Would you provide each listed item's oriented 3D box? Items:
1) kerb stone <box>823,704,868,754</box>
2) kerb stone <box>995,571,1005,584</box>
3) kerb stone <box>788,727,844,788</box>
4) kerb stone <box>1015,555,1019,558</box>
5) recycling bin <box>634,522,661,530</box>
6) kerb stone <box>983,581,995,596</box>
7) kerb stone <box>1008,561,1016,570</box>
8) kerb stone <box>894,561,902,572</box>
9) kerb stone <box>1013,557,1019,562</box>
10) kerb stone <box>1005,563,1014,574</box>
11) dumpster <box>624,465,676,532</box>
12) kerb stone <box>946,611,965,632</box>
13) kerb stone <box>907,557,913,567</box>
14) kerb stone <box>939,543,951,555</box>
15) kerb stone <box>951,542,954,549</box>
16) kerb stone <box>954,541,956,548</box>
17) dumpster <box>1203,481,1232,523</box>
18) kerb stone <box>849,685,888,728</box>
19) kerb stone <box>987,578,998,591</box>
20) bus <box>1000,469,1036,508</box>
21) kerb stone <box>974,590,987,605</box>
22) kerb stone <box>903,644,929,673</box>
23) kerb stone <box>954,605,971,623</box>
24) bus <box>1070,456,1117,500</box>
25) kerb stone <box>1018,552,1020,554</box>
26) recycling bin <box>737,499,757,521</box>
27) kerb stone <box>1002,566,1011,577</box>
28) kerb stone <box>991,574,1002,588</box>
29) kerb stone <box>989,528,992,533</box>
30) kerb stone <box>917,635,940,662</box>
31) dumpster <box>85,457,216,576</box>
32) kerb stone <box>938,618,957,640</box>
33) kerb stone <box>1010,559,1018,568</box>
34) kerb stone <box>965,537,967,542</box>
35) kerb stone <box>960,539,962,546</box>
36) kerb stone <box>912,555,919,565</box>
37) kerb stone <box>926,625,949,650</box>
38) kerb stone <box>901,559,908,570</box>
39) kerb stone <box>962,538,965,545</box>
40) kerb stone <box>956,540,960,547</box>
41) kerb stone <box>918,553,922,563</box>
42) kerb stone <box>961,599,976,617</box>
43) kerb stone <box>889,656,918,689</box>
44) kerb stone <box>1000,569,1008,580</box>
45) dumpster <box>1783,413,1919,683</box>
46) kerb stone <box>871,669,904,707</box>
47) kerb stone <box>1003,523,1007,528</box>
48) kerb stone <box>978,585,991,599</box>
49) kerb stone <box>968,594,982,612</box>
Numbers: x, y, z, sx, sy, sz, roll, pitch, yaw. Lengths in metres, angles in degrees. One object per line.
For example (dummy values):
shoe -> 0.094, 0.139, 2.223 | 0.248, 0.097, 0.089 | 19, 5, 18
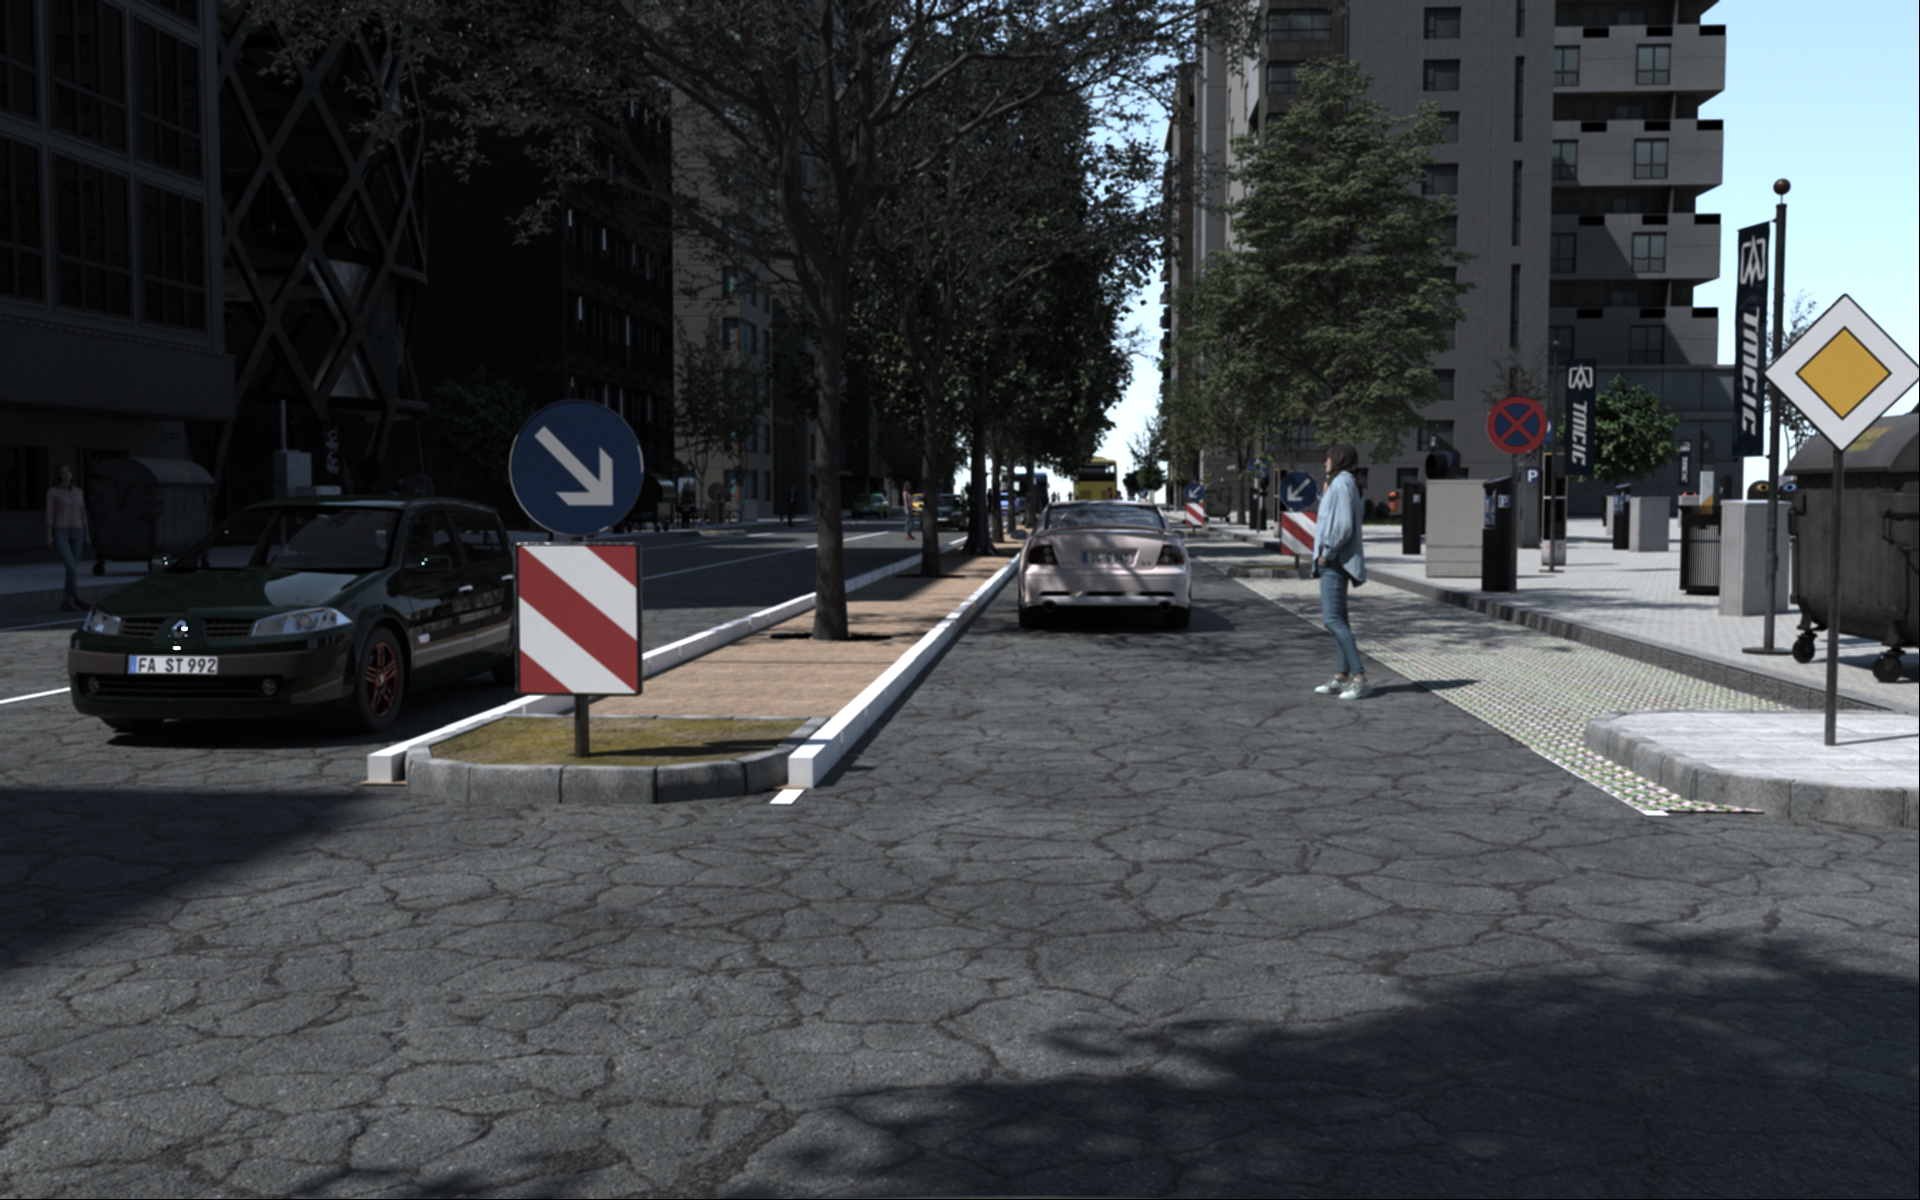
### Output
kerb stone -> -0.667, 0.748, 9.965 | 0.120, 0.150, 1.000 | 0, 4, 4
kerb stone -> 0.594, -0.313, 27.311 | 0.120, 0.150, 1.000 | 0, 4, 4
kerb stone -> -0.741, 0.811, 8.937 | 0.120, 0.150, 1.000 | 0, 4, 4
kerb stone -> 1.109, -0.751, 34.476 | 0.120, 0.150, 1.000 | 0, 4, 4
recycling bin -> -11.104, -2.994, 61.504 | 0.722, 1.027, 0.722 | 3, 5, 39
kerb stone -> 0.370, -0.126, 24.254 | 0.120, 0.150, 1.000 | 0, 4, 4
kerb stone -> 0.887, -0.564, 31.410 | 0.120, 0.150, 1.000 | 0, 4, 4
kerb stone -> -1.207, -0.571, 31.536 | 0.120, 0.150, 1.000 | 0, 4, 4
kerb stone -> 1.026, -0.689, 33.454 | 0.120, 0.150, 1.000 | 0, 4, 4
kerb stone -> 0.815, -0.501, 30.385 | 0.120, 0.150, 1.000 | 0, 4, 4
dumpster -> -10.558, -3.432, 58.611 | 1.502, 2.255, 1.985 | 0, 4, 4
kerb stone -> -0.073, 0.248, 18.136 | 0.120, 0.150, 1.000 | 0, 4, 4
kerb stone -> -1.065, -0.695, 33.577 | 0.120, 0.150, 1.000 | 0, 4, 4
kerb stone -> -0.393, -1.259, 42.801 | 0.120, 0.150, 1.000 | 0, 4, 4
kerb stone -> -0.318, -1.318, 43.821 | 0.120, 0.150, 1.000 | 0, 4, 4
kerb stone -> -0.253, -1.384, 44.840 | 0.120, 0.150, 1.000 | 0, 4, 4
dumpster -> 11.664, -4.444, 78.421 | 1.264, 1.857, 1.865 | 0, 4, 4
kerb stone -> -0.591, 0.686, 10.986 | 0.120, 0.150, 1.000 | 0, 4, 4
kerb stone -> 0.435, -0.186, 25.274 | 0.120, 0.150, 1.000 | 0, 4, 4
bus -> 5.060, -9.415, 148.789 | 2.948, 3.499, 13.247 | 0, 4, 4
kerb stone -> 0.219, 0.005, 22.216 | 0.120, 0.150, 1.000 | 0, 4, 4
kerb stone -> -0.376, 0.498, 14.050 | 0.120, 0.150, 1.000 | 0, 4, 4
kerb stone -> -0.002, 0.186, 19.157 | 0.120, 0.150, 1.000 | 0, 4, 4
bus -> 8.647, -7.371, 112.068 | 2.896, 3.916, 12.252 | 0, 4, 3
kerb stone -> 1.257, -0.875, 36.520 | 0.120, 0.150, 1.000 | 0, 4, 4
recycling bin -> -10.048, -4.236, 81.814 | 0.722, 1.027, 0.722 | -2, 4, -35
kerb stone -> 0.745, -0.438, 29.356 | 0.120, 0.150, 1.000 | 0, 4, 4
kerb stone -> 0.515, -0.251, 26.292 | 0.120, 0.150, 1.000 | 0, 4, 4
kerb stone -> 1.309, -2.698, 66.328 | 0.120, 0.150, 1.000 | 0, 4, 4
kerb stone -> -0.302, 0.440, 15.070 | 0.120, 0.150, 1.000 | 0, 4, 4
dumpster -> -12.937, -1.342, 27.707 | 1.264, 1.857, 1.865 | 0, 4, 4
kerb stone -> -0.154, 0.311, 17.116 | 0.120, 0.150, 1.000 | 0, 4, 4
kerb stone -> 0.954, -0.626, 32.430 | 0.120, 0.150, 1.000 | 0, 4, 4
kerb stone -> 0.046, -1.630, 48.940 | 0.120, 0.150, 1.000 | 0, 4, 4
kerb stone -> -0.100, -1.510, 46.897 | 0.120, 0.150, 1.000 | 0, 4, 4
kerb stone -> -0.985, -0.756, 34.602 | 0.120, 0.150, 1.000 | 0, 4, 4
kerb stone -> -0.229, 0.373, 16.089 | 0.120, 0.150, 1.000 | 0, 4, 4
kerb stone -> -1.128, -0.627, 32.555 | 0.120, 0.150, 1.000 | 0, 4, 4
kerb stone -> -0.031, -1.573, 47.917 | 0.120, 0.150, 1.000 | 0, 4, 4
kerb stone -> -0.174, -1.447, 45.869 | 0.120, 0.150, 1.000 | 0, 4, 4
kerb stone -> -0.918, -0.822, 35.631 | 0.120, 0.150, 1.000 | 0, 4, 4
kerb stone -> 0.069, 0.125, 20.176 | 0.120, 0.150, 1.000 | 0, 4, 4
kerb stone -> -0.443, 0.562, 13.027 | 0.120, 0.150, 1.000 | 0, 4, 4
kerb stone -> 0.659, -0.375, 28.331 | 0.120, 0.150, 1.000 | 0, 4, 4
dumpster -> 6.860, -0.404, 12.361 | 1.264, 1.857, 1.865 | 0, 4, 4
kerb stone -> -0.517, 0.624, 12.005 | 0.120, 0.150, 1.000 | 0, 4, 4
kerb stone -> 2.120, -3.386, 77.587 | 0.120, 0.150, 1.000 | 0, 4, 4
kerb stone -> 0.291, -0.061, 23.235 | 0.120, 0.150, 1.000 | 0, 4, 4
kerb stone -> 0.150, 0.061, 21.195 | 0.120, 0.150, 1.000 | 0, 4, 4
